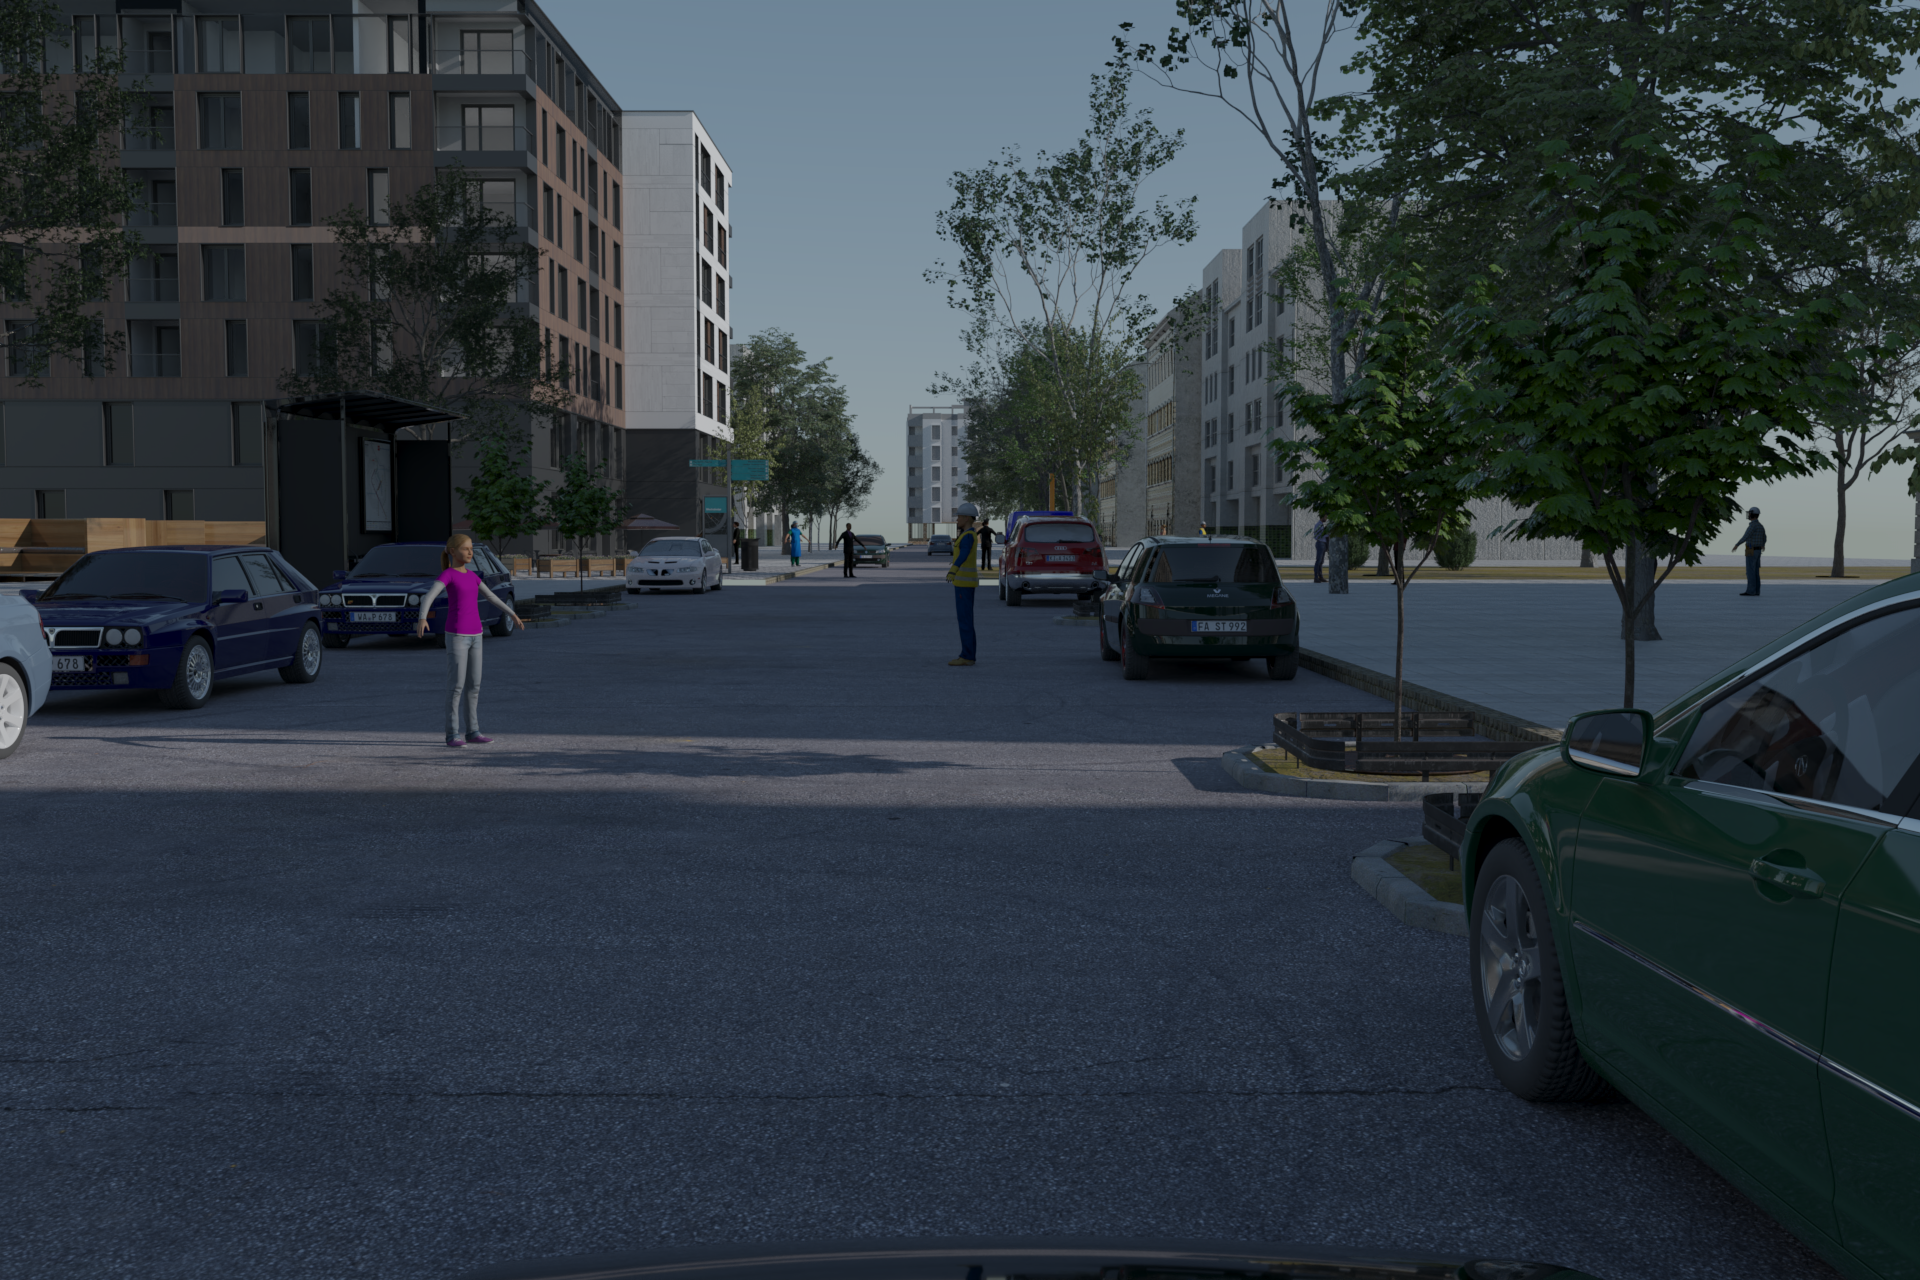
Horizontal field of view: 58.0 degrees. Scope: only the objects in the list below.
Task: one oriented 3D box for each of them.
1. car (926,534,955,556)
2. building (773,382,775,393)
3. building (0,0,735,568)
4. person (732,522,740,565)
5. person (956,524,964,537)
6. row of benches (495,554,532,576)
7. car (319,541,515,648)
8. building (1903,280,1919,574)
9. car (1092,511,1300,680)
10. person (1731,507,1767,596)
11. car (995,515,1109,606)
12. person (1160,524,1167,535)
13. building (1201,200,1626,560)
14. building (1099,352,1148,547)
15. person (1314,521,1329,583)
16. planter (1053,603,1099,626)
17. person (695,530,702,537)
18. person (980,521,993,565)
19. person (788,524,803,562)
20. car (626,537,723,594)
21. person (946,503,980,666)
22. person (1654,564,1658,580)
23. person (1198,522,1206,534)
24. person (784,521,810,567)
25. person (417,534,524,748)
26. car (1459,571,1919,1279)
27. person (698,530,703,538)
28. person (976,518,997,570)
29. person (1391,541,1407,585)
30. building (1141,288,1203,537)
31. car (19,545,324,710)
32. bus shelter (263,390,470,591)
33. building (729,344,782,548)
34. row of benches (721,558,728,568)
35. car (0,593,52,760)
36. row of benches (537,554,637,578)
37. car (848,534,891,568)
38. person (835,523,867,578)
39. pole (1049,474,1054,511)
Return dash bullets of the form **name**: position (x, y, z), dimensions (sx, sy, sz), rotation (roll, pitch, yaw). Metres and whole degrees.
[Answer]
- **car**: position (-1.282, -6.348, 115.794), dimensions (2.014, 1.417, 4.499), rotation (0, 4, 0)
- **building**: position (-27.693, -21.163, 202.434), dimensions (16.016, 20.090, 11.380), rotation (0, 4, -1)
- **building**: position (-26.775, -14.544, 81.772), dimensions (27.936, 21.610, 32.646), rotation (0, 3, 0)
- **person**: position (-9.451, -4.086, 72.997), dimensions (0.705, 1.806, 1.347), rotation (0, 4, -7)
- **person**: position (0.047, -2.106, 42.663), dimensions (0.705, 1.856, 1.354), rotation (0, 4, 2)
- **row of benches**: position (-14.788, -2.368, 54.173), dimensions (4.104, 0.672, 1.422), rotation (3, 5, 41)
- **car**: position (-7.145, -0.634, 22.954), dimensions (1.945, 1.354, 3.894), rotation (0, 4, 0)
- **building**: position (28.506, -12.585, 24.842), dimensions (14.460, 24.649, 34.723), rotation (0, 4, 0)
- **car**: position (2.450, -0.526, 18.394), dimensions (2.009, 1.686, 4.222), rotation (0, 3, 0)
- **person**: position (16.464, -1.845, 36.012), dimensions (1.345, 1.849, 0.704), rotation (-3, 5, -40)
- **car**: position (1.889, -1.671, 35.988), dimensions (2.281, 1.827, 5.304), rotation (0, 4, -1)
- **person**: position (9.488, -4.573, 81.577), dimensions (0.721, 1.733, 1.217), rotation (1, 4, 13)
- **building**: position (24.648, -14.312, 100.457), dimensions (16.747, 18.905, 31.486), rotation (0, 4, 0)
- **building**: position (24.198, -21.053, 175.143), dimensions (19.493, 23.208, 18.063), rotation (0, 4, 0)
- **person**: position (9.616, -2.425, 45.568), dimensions (0.599, 1.838, 0.709), rotation (2, 4, 24)
- **planter**: position (2.510, -0.413, 27.894), dimensions (1.991, 0.319, 1.994), rotation (0, 4, -1)
- **person**: position (-11.543, -4.460, 78.775), dimensions (1.347, 1.847, 0.705), rotation (1, 4, 10)
- **person**: position (1.043, -3.948, 70.735), dimensions (0.705, 1.806, 1.347), rotation (-1, 4, -18)
- **person**: position (-7.344, -4.309, 77.178), dimensions (0.721, 1.740, 1.216), rotation (-2, 4, -34)
- **car**: position (-7.017, -1.866, 42.872), dimensions (2.083, 1.381, 4.827), rotation (0, 4, 0)
- **person**: position (-0.016, -0.614, 18.967), dimensions (0.721, 1.772, 1.216), rotation (0, 4, 7)
- **person**: position (10.343, -1.034, 26.146), dimensions (0.628, 1.438, 0.799), rotation (-1, 4, -12)
- **person**: position (10.683, -4.286, 76.050), dimensions (0.705, 1.833, 1.349), rotation (1, 4, 22)
- **person**: position (-6.467, -3.805, 68.336), dimensions (0.704, 1.817, 1.347), rotation (3, 5, 42)
- **person**: position (-3.315, 0.001, 11.712), dimensions (0.599, 1.433, 0.991), rotation (2, 4, 27)
- **car**: position (2.327, 0.537, 3.017), dimensions (2.131, 1.459, 4.920), rotation (0, 4, -1)
- **person**: position (-10.828, -4.141, 73.841), dimensions (0.704, 1.812, 1.346), rotation (2, 4, 33)
- **person**: position (0.948, -3.397, 61.481), dimensions (1.347, 1.837, 0.705), rotation (1, 4, 17)
- **person**: position (10.988, -2.251, 43.605), dimensions (0.721, 1.729, 1.215), rotation (0, 4, -6)
- **building**: position (23.943, -18.143, 127.570), dimensions (19.493, 23.208, 18.063), rotation (0, 4, 0)
- **car**: position (-7.084, -0.170, 15.361), dimensions (1.945, 1.354, 3.894), rotation (0, 4, 0)
- **bus shelter**: position (-10.549, -2.448, 31.315), dimensions (1.731, 3.624, 6.357), rotation (0, 4, 0)
- **building**: position (-28.383, -19.010, 177.266), dimensions (16.747, 18.905, 31.486), rotation (0, 4, 0)
- **row of benches**: position (-9.922, -2.905, 62.956), dimensions (1.422, 0.672, 4.104), rotation (2, 4, 30)
- **car**: position (-6.934, 0.139, 9.732), dimensions (2.014, 1.417, 4.499), rotation (0, 3, 0)
- **row of benches**: position (-10.859, -2.226, 51.857), dimensions (1.422, 0.672, 4.104), rotation (3, 4, 36)
- **car**: position (-3.951, -3.979, 74.837), dimensions (2.009, 1.686, 4.222), rotation (0, 4, 0)
- **person**: position (-3.637, -2.948, 56.879), dimensions (1.346, 1.802, 0.704), rotation (-3, 5, -45)
- **pole**: position (3.100, -3.956, 58.516), dimensions (0.158, 3.312, 0.155), rotation (0, 3, 0)
